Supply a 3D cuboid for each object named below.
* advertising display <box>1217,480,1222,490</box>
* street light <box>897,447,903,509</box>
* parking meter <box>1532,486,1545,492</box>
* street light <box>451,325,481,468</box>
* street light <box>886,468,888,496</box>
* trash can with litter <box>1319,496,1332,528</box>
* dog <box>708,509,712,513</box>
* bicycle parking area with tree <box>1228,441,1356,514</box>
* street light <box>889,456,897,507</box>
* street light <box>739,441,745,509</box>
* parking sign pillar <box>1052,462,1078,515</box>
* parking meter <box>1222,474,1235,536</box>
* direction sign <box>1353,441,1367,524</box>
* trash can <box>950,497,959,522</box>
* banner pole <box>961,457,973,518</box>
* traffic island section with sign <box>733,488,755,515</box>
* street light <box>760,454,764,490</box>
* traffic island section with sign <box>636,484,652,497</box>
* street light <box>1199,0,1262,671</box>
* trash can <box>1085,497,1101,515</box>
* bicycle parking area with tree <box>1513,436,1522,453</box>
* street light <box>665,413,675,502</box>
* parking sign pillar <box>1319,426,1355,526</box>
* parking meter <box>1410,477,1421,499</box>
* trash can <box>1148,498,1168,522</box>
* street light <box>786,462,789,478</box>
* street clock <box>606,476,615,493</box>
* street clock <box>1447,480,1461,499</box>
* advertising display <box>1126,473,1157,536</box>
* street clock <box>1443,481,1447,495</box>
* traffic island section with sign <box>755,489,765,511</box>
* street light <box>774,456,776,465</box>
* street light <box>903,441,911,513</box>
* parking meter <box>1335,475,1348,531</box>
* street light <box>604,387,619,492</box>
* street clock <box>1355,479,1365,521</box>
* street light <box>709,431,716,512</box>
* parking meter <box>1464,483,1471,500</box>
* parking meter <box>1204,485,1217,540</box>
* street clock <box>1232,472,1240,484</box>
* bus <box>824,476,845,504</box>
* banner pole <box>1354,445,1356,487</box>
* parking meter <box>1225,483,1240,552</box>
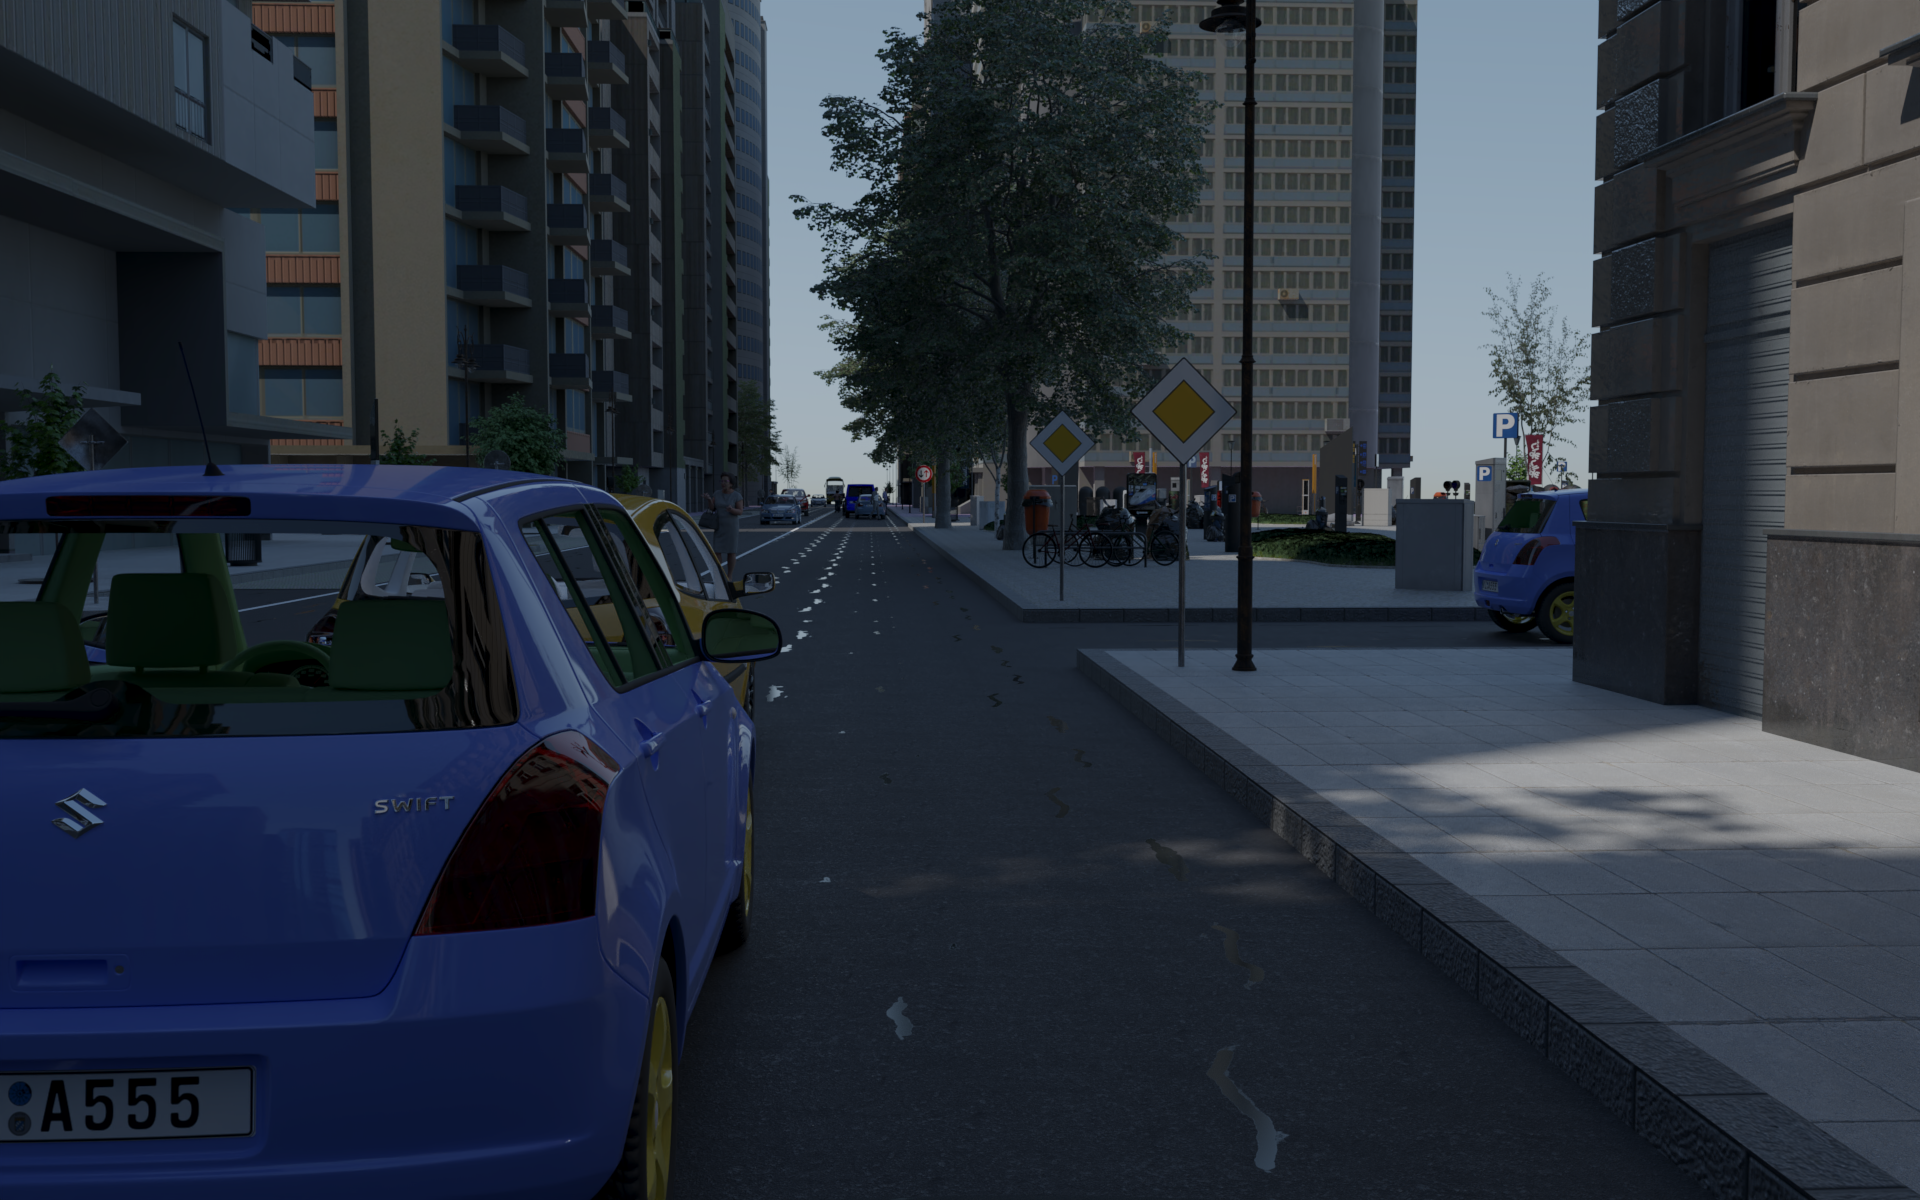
[{"bbox_3d":[12.407,-4.654,81.302,0.974,1.923,0.123,-3,5,-43],"label":"advertising display"},{"bbox_3d":[-4.791,-10.469,143.952,0.468,5.910,1.993,0,4,-3],"label":"street light"},{"bbox_3d":[17.638,-2.716,52.818,0.372,1.533,0.369,0,3,0],"label":"parking meter"},{"bbox_3d":[-13.486,-4.563,47.397,0.468,5.910,1.993,0,4,-3],"label":"street light"},{"bbox_3d":[-9.202,-15.564,227.261,0.468,5.910,1.993,0,4,-3],"label":"street light"},{"bbox_3d":[13.767,-3.328,65.476,1.678,1.210,2.233,0,4,7],"label":"trash can with litter"},{"bbox_3d":[-13.251,-4.548,91.195,0.513,0.831,0.800,-1,4,-21],"label":"dog"},{"bbox_3d":[17.210,-6.511,93.451,8.231,4.147,9.016,1,4,11],"label":"bicycle parking area with tree"},{"bbox_3d":[-7.728,-13.884,199.783,0.468,5.910,1.993,0,4,-3],"label":"street light"},{"bbox_3d":[-18.994,-10.933,151.543,0.468,5.910,1.993,0,4,-3],"label":"street light"},{"bbox_3d":[4.681,-5.427,77.204,1.447,3.967,1.447,-3,5,-42],"label":"parking sign pillar"},{"bbox_3d":[7.709,-2.689,49.678,0.399,1.863,0.255,0,4,5],"label":"parking meter"},{"bbox_3d":[16.938,-5.011,73.934,0.876,3.537,0.379,-1,4,-13],"label":"direction sign"},{"bbox_3d":[-0.394,-4.189,80.148,0.748,1.137,0.748,0,3,0],"label":"trash can"},{"bbox_3d":[0.421,-6.306,93.127,0.863,3.779,0.401,1,4,15],"label":"banner pole"},{"bbox_3d":[-15.359,-6.779,119.458,1.989,1.847,2.006,0,4,-3],"label":"traffic island section with sign"},{"bbox_3d":[-20.538,-12.675,180.028,0.468,5.910,1.993,0,4,-3],"label":"street light"},{"bbox_3d":[-12.743,-3.745,69.851,1.989,1.847,2.006,0,4,-3],"label":"traffic island section with sign"},{"bbox_3d":[2.070,-2.425,12.433,0.468,5.910,1.993,0,4,-3],"label":"street light"},{"bbox_3d":[6.173,-4.194,80.219,0.748,1.137,0.748,0,3,0],"label":"trash can"},{"bbox_3d":[29.876,-6.014,85.328,8.231,4.147,9.016,0,4,8],"label":"bicycle parking area with tree"},{"bbox_3d":[-16.201,-7.594,96.953,0.468,5.910,1.993,0,4,-3],"label":"street light"},{"bbox_3d":[15.056,-4.938,69.207,1.447,3.967,1.447,2,4,26],"label":"parking sign pillar"},{"bbox_3d":[15.806,-3.329,60.148,0.255,1.863,0.399,-1,4,-14],"label":"parking meter"},{"bbox_3d":[6.950,-3.024,61.093,0.748,1.137,0.748,0,3,0],"label":"trash can"},{"bbox_3d":[-23.323,-16.010,234.548,0.468,5.910,1.993,0,4,-3],"label":"street light"},{"bbox_3d":[-14.405,-4.085,71.361,0.358,2.002,0.471,-1,4,-23],"label":"street clock"},{"bbox_3d":[25.868,-5.249,90.384,0.358,2.002,0.471,-2,4,-25],"label":"street clock"},{"bbox_3d":[5.567,-2.930,53.118,0.974,1.923,0.123,-1,4,-18],"label":"advertising display"},{"bbox_3d":[26.534,-5.484,94.236,0.358,2.002,0.471,-3,5,-41],"label":"street clock"},{"bbox_3d":[-16.830,-8.470,147.112,1.989,1.847,2.006,0,4,-3],"label":"traffic island section with sign"},{"bbox_3d":[-22.002,-14.334,207.143,0.468,5.910,1.993,0,4,-3],"label":"street light"},{"bbox_3d":[-3.372,-8.775,116.253,0.468,5.910,1.993,0,4,-3],"label":"street light"},{"bbox_3d":[11.458,-2.836,52.079,0.255,1.863,0.399,-1,4,-11],"label":"parking meter"},{"bbox_3d":[-15.021,-6.250,74.969,0.468,5.910,1.993,0,4,-3],"label":"street light"},{"bbox_3d":[18.939,-4.746,82.167,0.471,2.002,0.358,0,4,8],"label":"street clock"},{"bbox_3d":[-17.692,-9.267,124.310,0.468,5.910,1.993,0,4,-3],"label":"street light"},{"bbox_3d":[25.560,-4.991,87.318,0.255,1.863,0.399,0,4,4],"label":"parking meter"},{"bbox_3d":[7.045,-2.466,48.723,0.372,1.533,0.369,0,3,0],"label":"parking meter"},{"bbox_3d":[9.065,-3.158,56.200,0.471,2.002,0.358,-1,4,-15],"label":"street clock"},{"bbox_3d":[-17.734,-15.542,245.653,2.896,3.916,12.252,0,4,-4],"label":"bus"},{"bbox_3d":[17.399,-5.345,77.412,0.401,3.779,0.863,-3,5,-41],"label":"banner pole"},{"bbox_3d":[6.043,-1.825,38.252,0.372,1.533,0.369,0,3,0],"label":"parking meter"}]
